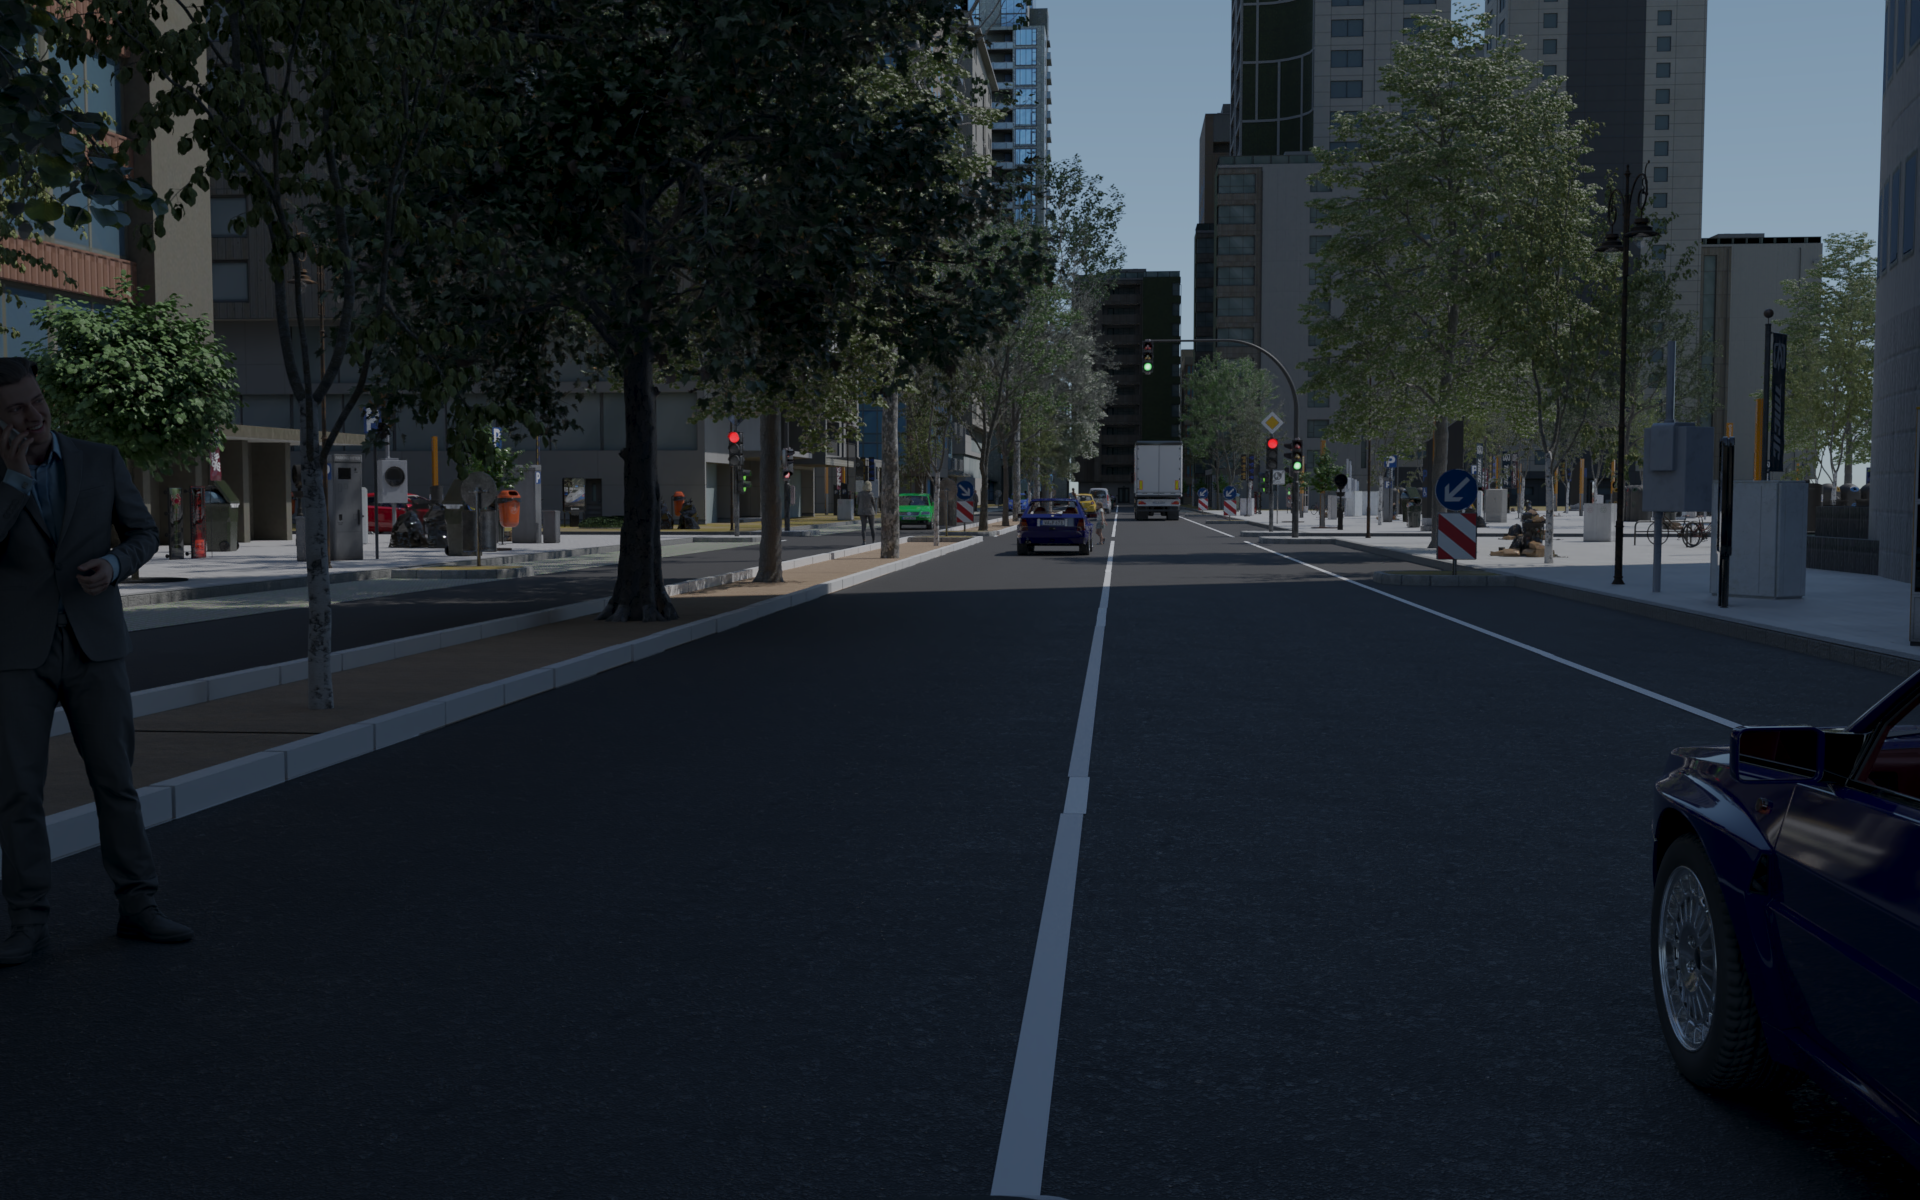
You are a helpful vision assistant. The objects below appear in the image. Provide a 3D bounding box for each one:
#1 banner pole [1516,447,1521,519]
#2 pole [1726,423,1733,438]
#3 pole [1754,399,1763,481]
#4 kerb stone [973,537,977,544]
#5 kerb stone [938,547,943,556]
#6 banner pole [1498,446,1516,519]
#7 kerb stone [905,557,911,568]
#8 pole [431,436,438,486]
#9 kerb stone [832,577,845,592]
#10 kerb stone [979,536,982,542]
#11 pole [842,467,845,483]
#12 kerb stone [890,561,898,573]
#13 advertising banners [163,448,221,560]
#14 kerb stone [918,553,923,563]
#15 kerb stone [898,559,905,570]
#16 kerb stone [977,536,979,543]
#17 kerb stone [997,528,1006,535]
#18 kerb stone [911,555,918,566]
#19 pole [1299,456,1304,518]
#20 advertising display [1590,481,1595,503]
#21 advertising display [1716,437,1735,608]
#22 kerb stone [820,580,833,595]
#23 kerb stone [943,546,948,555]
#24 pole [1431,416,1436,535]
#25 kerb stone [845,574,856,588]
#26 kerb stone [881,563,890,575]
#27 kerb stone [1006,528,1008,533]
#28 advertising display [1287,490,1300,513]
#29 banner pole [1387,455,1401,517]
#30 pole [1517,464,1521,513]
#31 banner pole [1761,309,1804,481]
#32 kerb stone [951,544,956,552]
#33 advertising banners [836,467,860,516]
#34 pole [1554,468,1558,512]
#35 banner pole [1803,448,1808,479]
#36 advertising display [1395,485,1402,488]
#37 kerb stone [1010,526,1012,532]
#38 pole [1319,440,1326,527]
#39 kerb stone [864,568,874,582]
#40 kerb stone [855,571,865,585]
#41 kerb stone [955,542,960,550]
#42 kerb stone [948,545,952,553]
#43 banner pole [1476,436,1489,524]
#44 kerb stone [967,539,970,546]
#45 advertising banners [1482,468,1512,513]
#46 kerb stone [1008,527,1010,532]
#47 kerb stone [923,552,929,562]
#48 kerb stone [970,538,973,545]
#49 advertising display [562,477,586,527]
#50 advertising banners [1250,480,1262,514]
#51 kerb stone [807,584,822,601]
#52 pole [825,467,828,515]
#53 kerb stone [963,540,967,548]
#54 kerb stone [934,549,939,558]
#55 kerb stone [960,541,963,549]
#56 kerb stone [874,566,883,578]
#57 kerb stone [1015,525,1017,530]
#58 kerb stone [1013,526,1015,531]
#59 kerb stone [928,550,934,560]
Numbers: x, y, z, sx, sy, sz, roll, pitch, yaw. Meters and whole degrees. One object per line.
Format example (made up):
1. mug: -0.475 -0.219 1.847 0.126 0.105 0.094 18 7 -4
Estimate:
1. banner pole: 29.129 -6.156 90.665 0.401 3.779 0.863 -1 4 -21
2. pole: 22.069 -3.420 49.757 0.158 3.312 0.155 0 3 0
3. pole: 17.116 -2.647 37.124 0.158 3.312 0.155 0 3 0
4. kerb stone: 0.297 -1.633 49.002 0.120 0.150 1.000 0 4 5
5. kerb stone: -0.552 -1.078 39.814 0.120 0.150 1.000 0 4 5
6. banner pole: 28.005 -6.073 89.308 0.863 3.779 0.401 3 4 38
7. kerb stone: -1.113 -0.699 33.686 0.120 0.150 1.000 0 4 5
8. pole: -18.606 -4.132 61.404 0.158 3.312 0.155 0 3 0
9. kerb stone: -1.874 -0.203 25.512 0.120 0.150 1.000 0 4 5
10. kerb stone: 0.484 -1.754 51.038 0.120 0.150 1.000 0 4 5
11. pole: -7.480 -7.176 111.167 0.158 3.312 0.155 0 3 0
12. kerb stone: -1.306 -0.577 31.637 0.120 0.150 1.000 0 4 5
13. advertising banners: -15.216 -2.342 34.483 0.090 3.025 2.074 0 4 8
14. kerb stone: -0.930 -0.827 35.723 0.120 0.150 1.000 0 4 5
15. kerb stone: -1.209 -0.635 32.657 0.120 0.150 1.000 0 4 5
16. kerb stone: 0.385 -1.700 50.020 0.120 0.150 1.000 0 4 5
17. kerb stone: 1.470 -2.419 61.748 0.120 0.150 1.000 0 4 5
18. kerb stone: -1.016 -0.761 34.703 0.120 0.150 1.000 0 4 5
19. pole: 18.350 -6.063 92.969 0.158 3.312 0.155 0 3 0
20. advertising display: 30.395 -4.776 83.296 0.123 1.923 0.974 2 4 25
21. advertising display: 8.776 -0.897 19.876 0.123 1.923 0.974 1 4 21
22. kerb stone: -1.973 -0.140 24.491 0.120 0.150 1.000 0 4 5
23. kerb stone: -0.446 -1.140 40.830 0.120 0.150 1.000 0 4 5
24. pole: 12.522 -3.161 45.530 0.158 3.312 0.155 0 3 0
25. kerb stone: -1.773 -0.266 26.537 0.120 0.150 1.000 0 4 5
26. kerb stone: -1.400 -0.515 30.614 0.120 0.150 1.000 0 4 5
27. kerb stone: 1.571 -2.474 62.773 0.120 0.150 1.000 0 4 5
28. advertising display: 22.063 -6.687 114.546 0.974 1.923 0.123 -1 4 -10
29. banner pole: 24.693 -6.646 98.680 0.863 3.779 0.401 0 4 -1
30. pole: 41.117 -8.165 127.340 0.158 3.312 0.155 0 3 0
31. banner pole: 11.088 -2.057 23.650 0.863 3.779 0.401 -3 5 -43
32. kerb stone: -0.273 -1.260 42.886 0.120 0.150 1.000 0 4 5
33. advertising banners: -6.429 -6.324 99.588 0.090 3.025 2.074 3 5 41
34. pole: 43.540 -8.115 126.519 0.158 3.312 0.155 0 3 0
35. banner pole: 45.430 -6.311 93.202 0.401 3.779 0.863 0 4 5
36. advertising display: 32.915 -7.657 130.401 0.123 1.923 0.974 -1 4 -20
37. kerb stone: 1.749 -2.606 64.810 0.120 0.150 1.000 0 4 5
38. pole: 13.775 -4.401 65.803 0.158 3.312 0.155 0 3 0
39. kerb stone: -1.588 -0.390 28.576 0.120 0.150 1.000 0 4 5
40. kerb stone: -1.678 -0.328 27.555 0.120 0.150 1.000 0 4 5
41. kerb stone: -0.174 -1.327 43.905 0.120 0.150 1.000 0 4 5
42. kerb stone: -0.369 -1.202 41.856 0.120 0.150 1.000 0 4 5
43. banner pole: 22.507 -5.181 74.734 0.863 3.779 0.401 -3 4 -37
44. kerb stone: 0.109 -1.515 46.967 0.120 0.150 1.000 0 4 5
45. advertising banners: 35.517 -7.255 114.805 2.074 3.025 0.090 0 4 1
46. kerb stone: 1.652 -2.544 63.792 0.120 0.150 1.000 0 4 5
47. kerb stone: -0.831 -0.890 36.746 0.120 0.150 1.000 0 4 5
48. kerb stone: 0.198 -1.574 47.985 0.120 0.150 1.000 0 4 5
49. advertising display: -14.988 -3.797 67.289 0.974 1.923 0.123 -3 5 -43
50. advertising banners: 18.832 -6.978 110.279 0.090 3.025 2.074 -1 4 -10
51. kerb stone: -2.051 -0.078 23.471 0.120 0.150 1.000 0 4 5
52. pole: -8.208 -6.887 106.451 0.158 3.312 0.155 0 3 0
53. kerb stone: 0.015 -1.452 45.941 0.120 0.150 1.000 0 4 5
54. kerb stone: -0.645 -1.015 38.796 0.120 0.150 1.000 0 4 5
55. kerb stone: -0.081 -1.390 44.923 0.120 0.150 1.000 0 4 5
56. kerb stone: -1.494 -0.447 29.597 0.120 0.150 1.000 0 4 5
57. kerb stone: 2.034 -2.794 67.879 0.120 0.150 1.000 0 4 5
58. kerb stone: 1.942 -2.729 66.861 0.120 0.150 1.000 0 4 5
59. kerb stone: -0.739 -0.947 37.765 0.120 0.150 1.000 0 4 5
